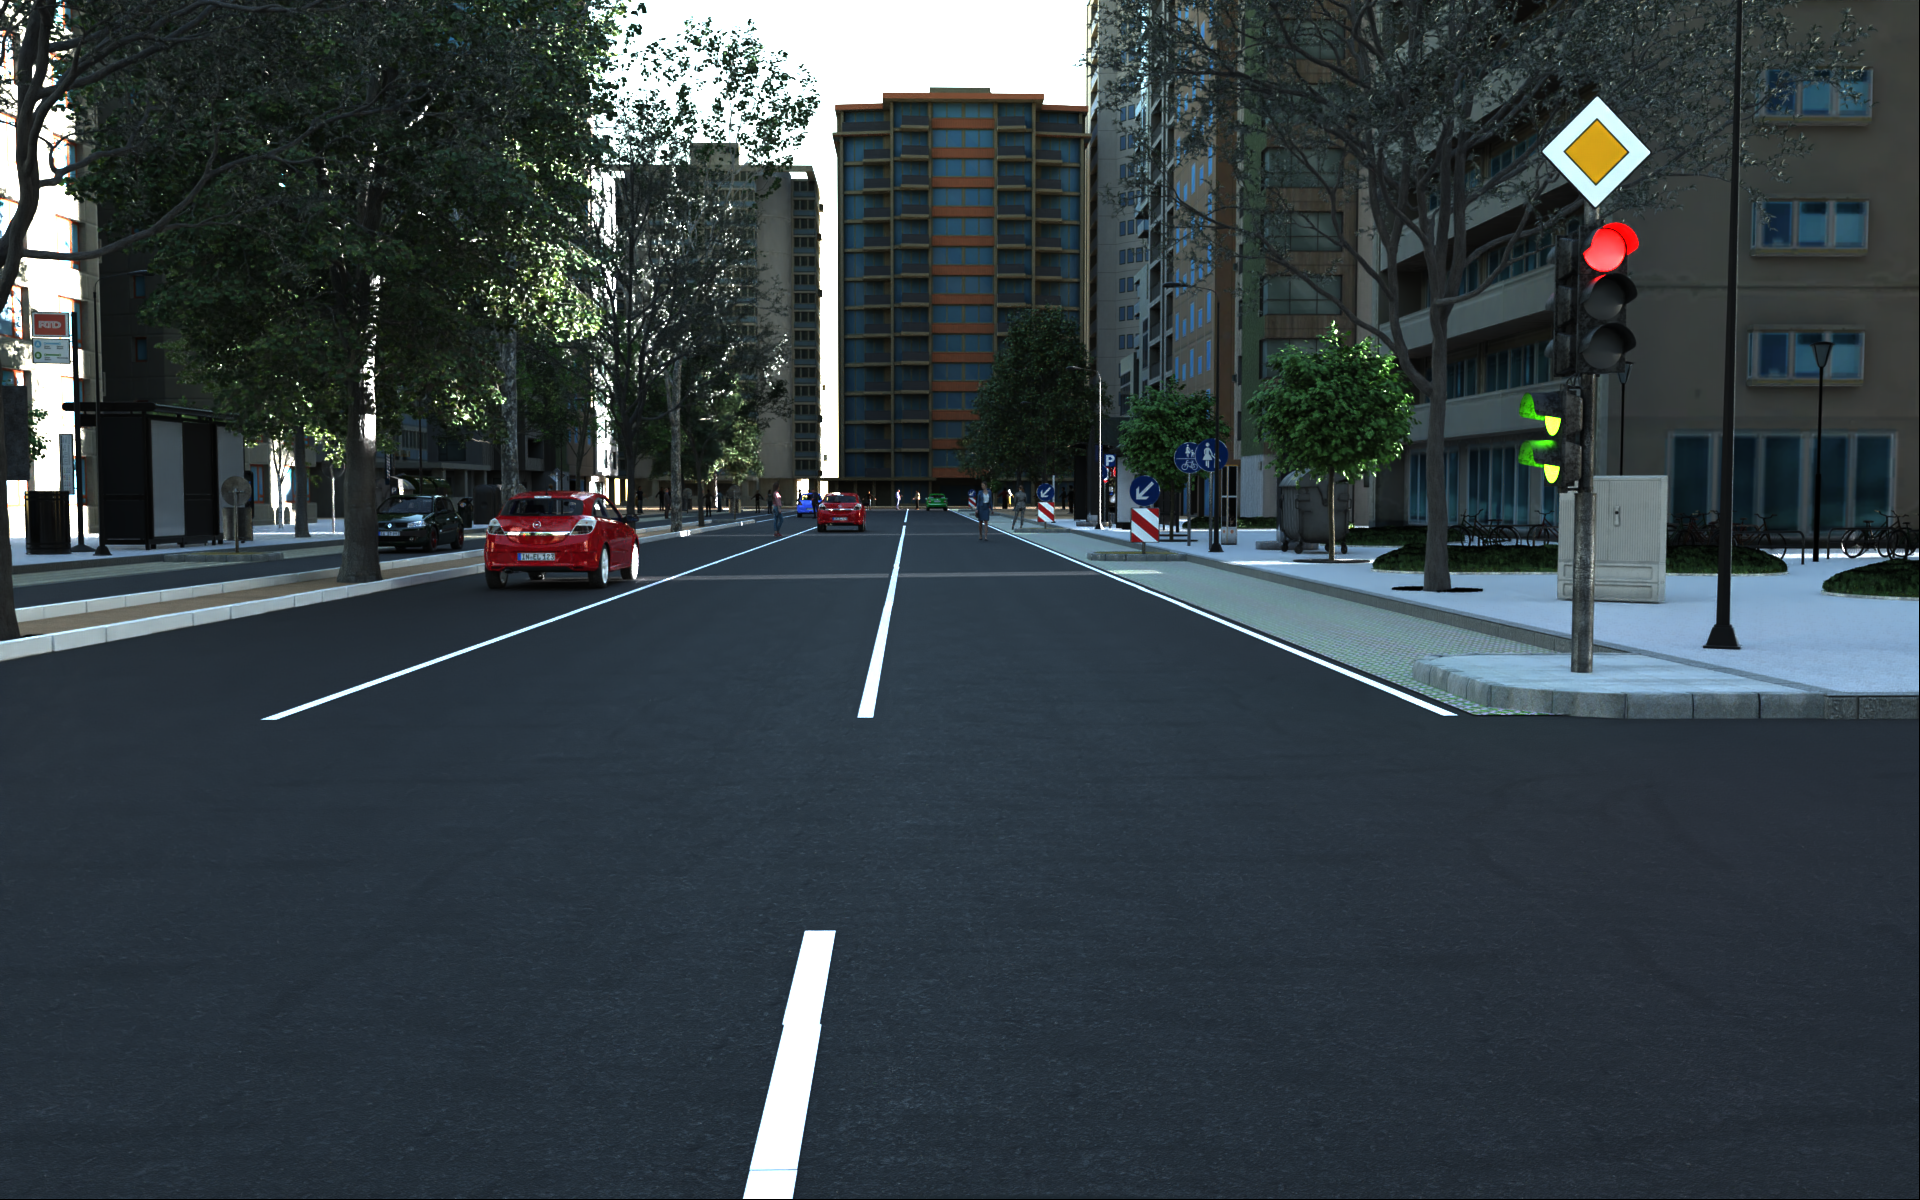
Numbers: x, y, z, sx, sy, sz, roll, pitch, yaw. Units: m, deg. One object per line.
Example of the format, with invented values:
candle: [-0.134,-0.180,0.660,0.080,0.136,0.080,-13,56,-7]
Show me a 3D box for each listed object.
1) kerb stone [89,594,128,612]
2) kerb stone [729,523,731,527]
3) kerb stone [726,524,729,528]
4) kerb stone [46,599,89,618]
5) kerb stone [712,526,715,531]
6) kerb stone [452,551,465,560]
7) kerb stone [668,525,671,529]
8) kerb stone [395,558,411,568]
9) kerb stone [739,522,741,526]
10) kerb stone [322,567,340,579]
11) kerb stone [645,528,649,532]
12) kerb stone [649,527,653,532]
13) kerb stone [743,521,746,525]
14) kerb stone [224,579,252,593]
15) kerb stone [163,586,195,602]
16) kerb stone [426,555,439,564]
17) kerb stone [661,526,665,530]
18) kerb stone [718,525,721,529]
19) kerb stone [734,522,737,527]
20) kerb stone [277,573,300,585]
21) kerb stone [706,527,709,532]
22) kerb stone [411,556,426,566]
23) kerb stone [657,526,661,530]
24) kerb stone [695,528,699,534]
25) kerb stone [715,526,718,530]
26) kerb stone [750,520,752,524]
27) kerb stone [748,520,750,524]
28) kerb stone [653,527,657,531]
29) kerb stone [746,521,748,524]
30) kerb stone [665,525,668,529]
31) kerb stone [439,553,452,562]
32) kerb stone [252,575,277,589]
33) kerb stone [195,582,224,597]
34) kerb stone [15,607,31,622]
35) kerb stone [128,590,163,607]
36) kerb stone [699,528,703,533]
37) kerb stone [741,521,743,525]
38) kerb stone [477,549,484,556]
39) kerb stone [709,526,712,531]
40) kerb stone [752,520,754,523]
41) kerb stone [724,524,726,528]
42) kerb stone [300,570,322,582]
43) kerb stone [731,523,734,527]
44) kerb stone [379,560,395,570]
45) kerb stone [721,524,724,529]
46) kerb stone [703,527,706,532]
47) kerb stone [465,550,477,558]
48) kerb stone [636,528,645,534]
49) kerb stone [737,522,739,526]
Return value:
kerb stone: [-10.556,0.055,21.296,0.120,0.150,1.000,0,4,-2]
kerb stone: [-9.946,-3.150,73.704,0.120,0.150,1.000,0,4,-2]
kerb stone: [-9.915,-3.088,72.682,0.120,0.150,1.000,0,4,-2]
kerb stone: [-10.530,0.118,20.274,0.120,0.150,1.000,0,4,-2]
kerb stone: [-9.761,-2.772,67.564,0.120,0.150,1.000,0,4,-2]
kerb stone: [-11.020,-0.946,37.684,0.120,0.150,1.000,0,4,-2]
kerb stone: [-11.948,-2.945,70.462,0.120,0.150,1.000,0,4,-2]
kerb stone: [-10.903,-0.693,33.581,0.120,0.150,1.000,0,4,-2]
kerb stone: [-10.060,-3.402,77.822,0.120,0.150,1.000,0,4,-2]
kerb stone: [-10.793,-0.444,29.491,0.120,0.150,1.000,0,4,-2]
kerb stone: [-11.778,-2.576,64.310,0.120,0.150,1.000,0,4,-2]
kerb stone: [-11.810,-2.639,65.335,0.120,0.150,1.000,0,4,-2]
kerb stone: [-10.116,-3.527,79.874,0.120,0.150,1.000,0,4,-2]
kerb stone: [-10.666,-0.196,25.395,0.120,0.150,1.000,0,4,-2]
kerb stone: [-10.613,-0.070,23.343,0.120,0.150,1.000,0,4,-2]
kerb stone: [-10.963,-0.822,35.637,0.120,0.150,1.000,0,4,-2]
kerb stone: [-11.894,-2.827,68.412,0.120,0.150,1.000,0,4,-2]
kerb stone: [-9.824,-2.899,69.610,0.120,0.150,1.000,0,4,-2]
kerb stone: [-9.996,-3.272,75.757,0.120,0.150,1.000,0,4,-2]
kerb stone: [-10.735,-0.321,27.442,0.120,0.150,1.000,0,4,-2]
kerb stone: [-9.712,-2.647,65.502,0.120,0.150,1.000,0,4,-2]
kerb stone: [-10.932,-0.758,34.604,0.120,0.150,1.000,0,4,-2]
kerb stone: [-11.869,-2.764,67.385,0.120,0.150,1.000,0,4,-2]
kerb stone: [-9.622,-2.461,62.427,0.120,0.150,1.000,0,4,-2]
kerb stone: [-9.793,-2.836,68.585,0.120,0.150,1.000,0,4,-2]
kerb stone: [-10.204,-3.713,82.954,0.120,0.150,1.000,0,4,-2]
kerb stone: [-10.173,-3.651,81.929,0.120,0.150,1.000,0,4,-2]
kerb stone: [-11.833,-2.700,66.362,0.120,0.150,1.000,0,4,-2]
kerb stone: [-10.141,-3.590,80.896,0.120,0.150,1.000,0,4,-2]
kerb stone: [-11.922,-2.887,69.434,0.120,0.150,1.000,0,4,-2]
kerb stone: [-10.992,-0.885,36.662,0.120,0.150,1.000,0,4,-2]
kerb stone: [-10.703,-0.258,26.421,0.120,0.150,1.000,0,4,-2]
kerb stone: [-10.644,-0.133,24.365,0.120,0.150,1.000,0,4,-2]
kerb stone: [-10.498,0.180,19.252,0.120,0.150,1.000,0,4,-2]
kerb stone: [-10.584,-0.008,22.319,0.120,0.150,1.000,0,4,-2]
kerb stone: [-9.644,-2.524,63.455,0.120,0.150,1.000,0,4,-2]
kerb stone: [-10.091,-3.465,78.852,0.120,0.150,1.000,0,4,-2]
kerb stone: [-11.081,-1.072,39.728,0.120,0.150,1.000,0,4,-2]
kerb stone: [-9.741,-2.710,66.531,0.120,0.150,1.000,0,4,-2]
kerb stone: [-10.231,-3.779,83.976,0.120,0.150,1.000,0,4,-2]
kerb stone: [-9.881,-3.025,71.654,0.120,0.150,1.000,0,4,-2]
kerb stone: [-10.757,-0.379,28.465,0.120,0.150,1.000,0,4,-2]
kerb stone: [-9.964,-3.213,74.733,0.120,0.150,1.000,0,4,-2]
kerb stone: [-10.879,-0.634,32.558,0.120,0.150,1.000,0,4,-2]
kerb stone: [-9.854,-2.958,70.632,0.120,0.150,1.000,0,4,-2]
kerb stone: [-9.683,-2.586,64.476,0.120,0.150,1.000,0,4,-2]
kerb stone: [-11.041,-1.010,38.706,0.120,0.150,1.000,0,4,-2]
kerb stone: [-11.741,-2.513,63.287,0.120,0.150,1.000,0,4,-2]
kerb stone: [-10.022,-3.339,76.788,0.120,0.150,1.000,0,4,-2]
